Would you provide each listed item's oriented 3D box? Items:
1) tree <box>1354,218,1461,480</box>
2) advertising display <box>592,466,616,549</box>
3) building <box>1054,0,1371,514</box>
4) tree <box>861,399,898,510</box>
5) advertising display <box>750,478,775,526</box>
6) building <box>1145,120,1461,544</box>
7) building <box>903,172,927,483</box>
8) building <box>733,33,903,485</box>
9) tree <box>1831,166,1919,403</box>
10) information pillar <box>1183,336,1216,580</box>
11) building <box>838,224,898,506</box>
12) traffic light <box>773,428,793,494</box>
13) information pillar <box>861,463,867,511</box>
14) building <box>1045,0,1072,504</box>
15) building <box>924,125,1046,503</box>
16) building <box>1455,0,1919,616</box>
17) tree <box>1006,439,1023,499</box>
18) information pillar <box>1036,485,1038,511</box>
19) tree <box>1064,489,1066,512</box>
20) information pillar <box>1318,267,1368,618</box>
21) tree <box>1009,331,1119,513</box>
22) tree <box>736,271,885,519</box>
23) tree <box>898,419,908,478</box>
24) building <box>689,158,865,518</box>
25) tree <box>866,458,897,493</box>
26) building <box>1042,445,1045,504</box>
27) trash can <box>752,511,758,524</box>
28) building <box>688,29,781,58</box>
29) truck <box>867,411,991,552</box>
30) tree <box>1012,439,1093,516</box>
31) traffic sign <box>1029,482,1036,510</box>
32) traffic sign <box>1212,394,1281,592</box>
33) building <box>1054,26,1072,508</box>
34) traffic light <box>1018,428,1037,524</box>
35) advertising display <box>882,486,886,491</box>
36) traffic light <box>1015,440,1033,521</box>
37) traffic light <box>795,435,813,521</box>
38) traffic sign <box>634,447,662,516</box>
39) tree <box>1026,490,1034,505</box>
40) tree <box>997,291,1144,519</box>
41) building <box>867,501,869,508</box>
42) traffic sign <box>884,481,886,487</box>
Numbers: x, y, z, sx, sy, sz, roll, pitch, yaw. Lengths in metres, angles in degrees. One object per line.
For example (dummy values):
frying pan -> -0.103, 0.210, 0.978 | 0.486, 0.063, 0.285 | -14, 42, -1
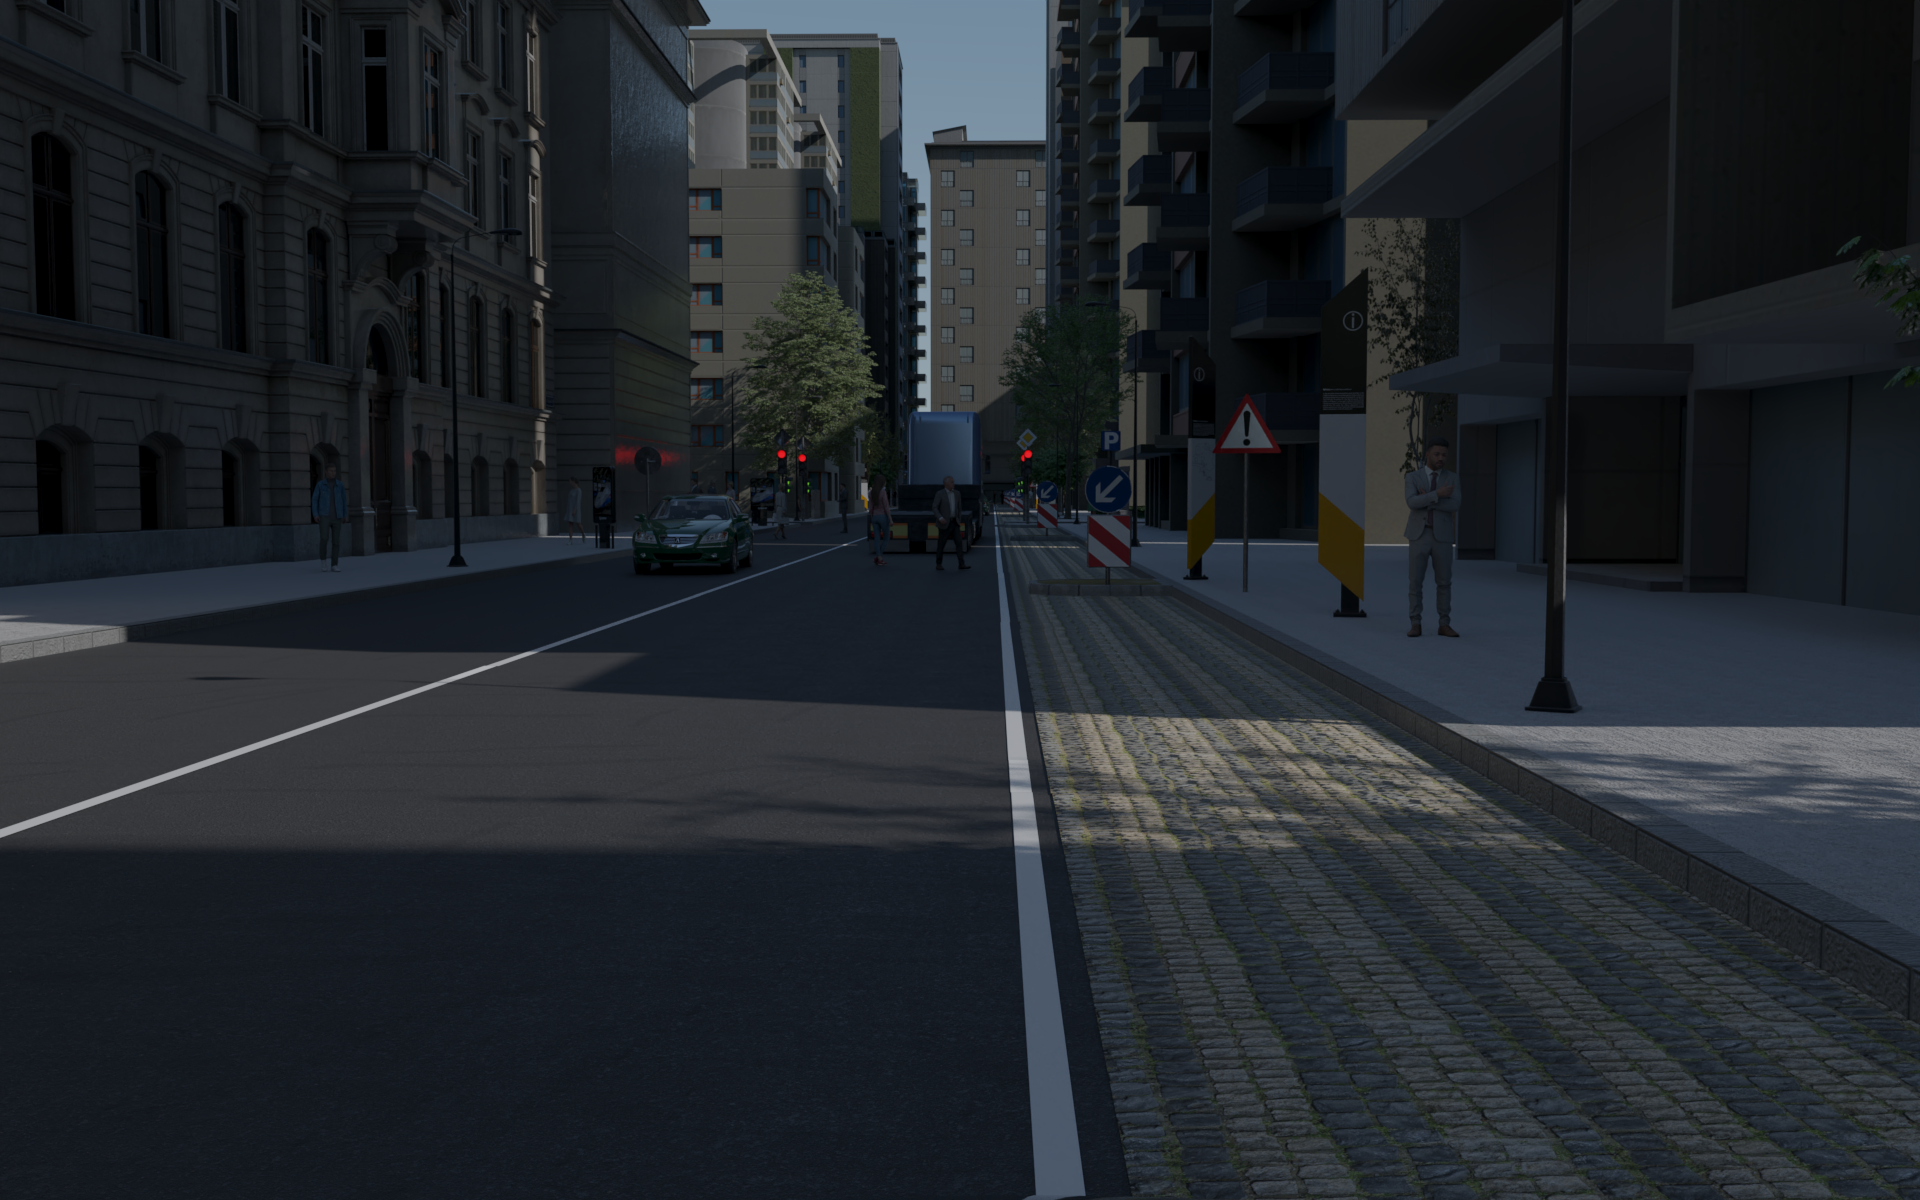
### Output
tree -> 10.747, -5.447, 39.426 | 4.360, 8.622, 3.978 | 0, 3, 0
advertising display -> -8.383, -2.178, 40.820 | 0.123, 1.923, 0.974 | -3, 4, -38
building -> 19.031, -29.800, 141.856 | 22.147, 44.769, 28.867 | 0, 4, 1
tree -> -7.517, -11.482, 138.090 | 4.737, 8.622, 4.395 | 0, 3, 0
advertising display -> -7.950, -3.945, 69.713 | 0.974, 1.923, 0.123 | 0, 4, 4
building -> 16.889, -24.570, 56.341 | 22.147, 44.769, 28.867 | 0, 4, 1
building -> -20.119, -38.817, 254.267 | 30.456, 49.044, 23.786 | 0, 4, 1
building -> -21.520, -41.524, 220.908 | 28.212, 58.520, 21.231 | 0, 4, 1
tree -> 3.546, -0.650, 5.228 | 1.663, 3.219, 1.824 | 0, 3, 0
information pillar -> 3.599, -2.111, 25.873 | 0.504, 3.616, 0.183 | -2, 4, -34
building -> -14.149, -25.482, 188.327 | 14.160, 30.474, 14.107 | 0, 4, 1
traffic light -> -7.579, -5.213, 74.150 | 0.839, 4.253, 0.868 | 0, 4, 1
information pillar -> -7.089, -8.379, 128.346 | 0.504, 3.616, 0.183 | 0, 4, -7
building -> 19.621, -39.315, 184.807 | 21.231, 58.520, 28.212 | 0, 4, 1
building -> 9.058, -40.747, 255.448 | 27.495, 52.752, 28.713 | 0, 4, 1
building -> 20.542, -26.341, 19.908 | 28.713, 52.752, 27.495 | 0, 4, 1
tree -> 7.974, -16.758, 224.356 | 4.737, 8.622, 4.395 | 0, 3, 0
information pillar -> 5.847, -8.577, 131.584 | 0.183, 3.616, 0.504 | 0, 4, 6
tree -> 7.494, -8.042, 126.091 | 1.663, 3.219, 1.824 | 0, 3, 0
information pillar -> 3.992, -1.630, 18.000 | 0.504, 3.616, 0.183 | 1, 4, 12
tree -> 7.348, -12.303, 119.282 | 7.486, 12.596, 7.792 | 0, 3, 0
tree -> -7.531, -10.418, 88.463 | 7.486, 12.596, 7.792 | 0, 3, 0
tree -> -6.360, -13.157, 165.483 | 4.737, 8.622, 4.395 | 0, 3, 0
building -> -20.788, -16.015, 106.878 | 27.650, 21.520, 28.899 | 0, 4, 1
tree -> -7.073, -10.129, 149.324 | 4.285, 4.588, 4.351 | 0, 3, 0
building -> 21.640, -55.105, 213.642 | 22.319, 86.520, 31.000 | 0, 4, 1
trash can -> -8.682, -3.864, 74.824 | 0.748, 1.137, 0.748 | 0, 3, 0
building -> -26.400, -27.457, 140.803 | 32.217, 40.220, 23.993 | 0, 4, 1
truck -> -0.706, -3.724, 50.652 | 2.967, 4.110, 18.799 | 0, 4, 2
tree -> 5.866, -7.769, 110.732 | 4.285, 4.588, 4.351 | 0, 3, 0
traffic sign -> 5.851, -8.349, 136.510 | 0.884, 2.594, 0.081 | 0, 4, 2
traffic sign -> 3.734, -1.382, 22.595 | 0.884, 2.594, 0.081 | 1, 4, 8
building -> 16.142, -31.437, 164.105 | 14.600, 45.320, 14.200 | 0, 4, 1
traffic light -> 2.881, -5.202, 73.968 | 0.839, 4.253, 0.868 | 0, 4, 1
advertising display -> -6.598, -8.454, 143.442 | 0.974, 1.923, 0.123 | 0, 4, 0
traffic light -> 3.033, -5.690, 81.951 | 0.839, 4.253, 0.868 | 0, 4, 1
traffic light -> -7.426, -5.701, 82.134 | 0.839, 4.253, 0.868 | 0, 4, 1
traffic sign -> -8.372, -2.834, 46.437 | 0.768, 2.556, 0.104 | 1, 4, 8
tree -> 8.493, -13.016, 207.406 | 1.663, 3.219, 1.824 | 0, 3, 0
tree -> 5.677, -9.926, 88.045 | 9.928, 11.665, 9.643 | 0, 3, 0
building -> -24.771, -29.195, 169.213 | 32.217, 40.220, 23.993 | 0, 4, 1
traffic sign -> -6.424, -8.653, 141.578 | 0.768, 2.556, 0.104 | 0, 4, 4
